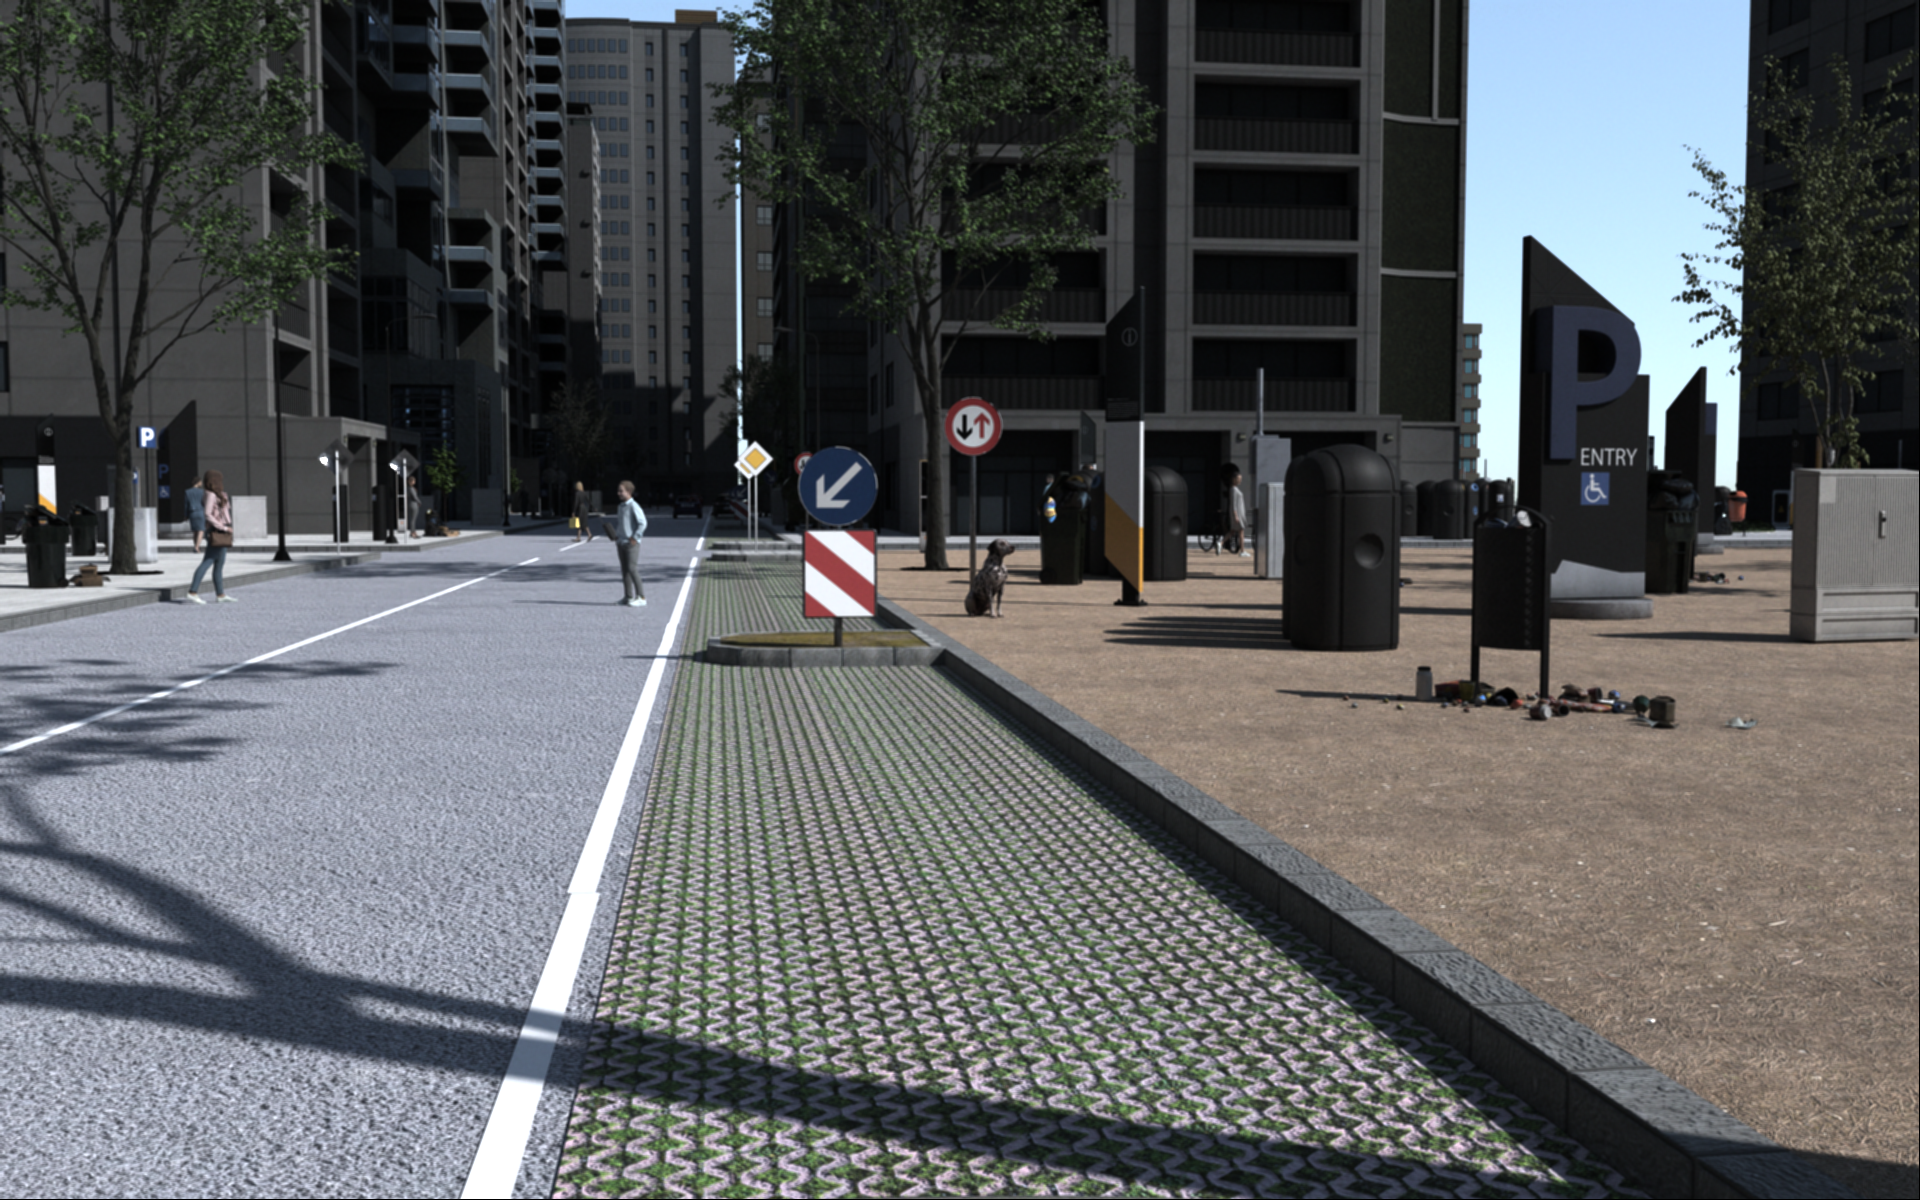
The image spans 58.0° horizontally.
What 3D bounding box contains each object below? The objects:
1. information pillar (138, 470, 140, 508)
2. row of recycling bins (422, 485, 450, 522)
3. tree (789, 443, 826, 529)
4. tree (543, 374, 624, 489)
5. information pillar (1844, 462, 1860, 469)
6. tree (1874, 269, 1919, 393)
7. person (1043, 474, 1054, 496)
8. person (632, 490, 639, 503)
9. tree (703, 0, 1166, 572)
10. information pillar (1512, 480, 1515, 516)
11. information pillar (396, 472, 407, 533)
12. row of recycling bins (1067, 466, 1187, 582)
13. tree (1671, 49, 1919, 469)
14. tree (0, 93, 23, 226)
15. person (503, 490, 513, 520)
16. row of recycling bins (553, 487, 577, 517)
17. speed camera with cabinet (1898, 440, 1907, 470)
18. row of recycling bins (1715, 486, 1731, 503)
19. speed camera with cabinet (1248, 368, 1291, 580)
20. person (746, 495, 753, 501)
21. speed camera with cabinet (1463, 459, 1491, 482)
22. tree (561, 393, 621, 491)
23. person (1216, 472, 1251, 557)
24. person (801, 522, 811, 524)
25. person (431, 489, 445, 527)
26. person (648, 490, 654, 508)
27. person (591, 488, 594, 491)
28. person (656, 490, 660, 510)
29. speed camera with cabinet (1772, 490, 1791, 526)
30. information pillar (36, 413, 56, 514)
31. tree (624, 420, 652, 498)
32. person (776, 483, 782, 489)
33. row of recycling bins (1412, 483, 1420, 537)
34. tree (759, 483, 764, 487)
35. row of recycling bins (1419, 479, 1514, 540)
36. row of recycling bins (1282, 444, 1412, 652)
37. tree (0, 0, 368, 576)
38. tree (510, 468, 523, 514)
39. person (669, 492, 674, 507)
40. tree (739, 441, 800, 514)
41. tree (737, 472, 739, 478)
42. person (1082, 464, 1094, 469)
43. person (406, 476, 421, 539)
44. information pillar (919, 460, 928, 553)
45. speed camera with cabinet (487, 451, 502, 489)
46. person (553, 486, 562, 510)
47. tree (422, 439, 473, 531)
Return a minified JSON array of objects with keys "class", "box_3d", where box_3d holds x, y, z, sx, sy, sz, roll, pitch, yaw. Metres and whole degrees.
[{"class":"information pillar","box_3d":[-24.660,-2.881,51.603,0.304,2.012,0.304,1,4,18]},{"class":"row of recycling bins","box_3d":[-25.055,-4.492,80.556,3.534,1.692,1.069,2,4,34]},{"class":"tree","box_3d":[-5.397,-4.283,64.623,1.663,3.219,1.824,0,3,0]},{"class":"tree","box_3d":[-23.681,-9.601,107.346,4.360,8.622,3.978,0,3,0]},{"class":"information pillar","box_3d":[20.268,-2.135,39.403,0.304,2.012,0.304,2,4,25]},{"class":"tree","box_3d":[23.579,-5.453,39.526,4.360,8.622,3.978,0,3,0]},{"class":"person","box_3d":[2.609,-2.642,49.099,0.638,1.841,0.748,0,4,-8]},{"class":"person","box_3d":[-36.342,-11.440,194.030,0.756,1.711,0.436,0,4,1]},{"class":"tree","box_3d":[-0.571,-6.296,28.694,9.928,11.665,9.643,0,3,0]},{"class":"information pillar","box_3d":[29.137,-5.333,91.683,0.304,2.012,0.304,-3,5,-45]},{"class":"information pillar","box_3d":[-18.435,-3.224,57.197,0.304,2.012,0.304,-1,4,-15]},{"class":"row of recycling bins","box_3d":[2.550,-1.218,27.026,1.069,1.692,3.534,-1,4,-18]},{"class":"tree","box_3d":[14.078,-4.764,28.262,4.737,8.622,4.395,0,3,0]},{"class":"tree","box_3d":[-11.911,-4.153,18.271,4.360,8.622,3.978,0,3,0]},{"class":"person","box_3d":[-22.838,-4.813,87.329,0.503,1.515,0.523,1,4,19]},{"class":"row of recycling bins","box_3d":[-22.124,-5.495,96.959,1.069,1.692,3.534,0,4,-3]},{"class":"speed camera with cabinet","box_3d":[33.568,-4.212,63.200,2.038,3.252,0.660,1,4,14]},{"class":"row of recycling bins","box_3d":[40.356,-5.240,92.794,1.069,1.692,3.534,0,4,4]},{"class":"speed camera with cabinet","box_3d":[4.872,-1.975,26.625,0.660,3.252,2.038,0,4,2]},{"class":"person","box_3d":[-24.514,-11.690,200.348,1.217,1.736,0.721,-2,4,-24]},{"class":"speed camera with cabinet","box_3d":[29.082,-6.347,98.106,0.660,3.252,2.038,-2,4,-33]},{"class":"tree","box_3d":[-26.185,-10.638,124.292,4.737,8.622,4.395,0,3,0]},{"class":"person","box_3d":[5.621,-1.755,35.491,0.760,1.731,0.466,-1,4,-23]},{"class":"person","box_3d":[-6.628,-4.118,73.554,0.590,1.801,0.661,1,4,10]},{"class":"person","box_3d":[-19.686,-3.596,64.936,0.767,1.812,0.694,-2,4,-32]},{"class":"person","box_3d":[-31.439,-10.279,176.435,0.599,1.838,0.709,0,4,-5]},{"class":"person","box_3d":[-31.023,-8.578,146.427,0.705,1.807,1.348,1,4,8]},{"class":"person","box_3d":[-27.219,-9.040,156.310,0.705,1.824,1.348,-1,4,-14]},{"class":"speed camera with cabinet","box_3d":[33.729,-4.608,69.669,0.660,3.252,2.038,-2,4,-24]},{"class":"information pillar","box_3d":[-26.287,-3.578,49.849,0.183,3.616,0.504,3,4,37]},{"class":"tree","box_3d":[-32.786,-13.589,172.545,4.360,8.622,3.978,0,3,0]},{"class":"person","box_3d":[-8.688,-4.667,82.525,0.537,1.800,0.526,-1,4,-17]},{"class":"row of recycling bins","box_3d":[12.896,-2.749,52.061,3.534,1.692,1.069,-1,4,-12]},{"class":"tree","box_3d":[-14.767,-8.325,130.717,1.663,3.219,1.824,0,3,0]},{"class":"row of recycling bins","box_3d":[14.668,-2.597,49.572,3.534,1.692,1.069,-3,5,-43]},{"class":"row of recycling bins","box_3d":[3.447,-0.526,15.720,1.069,1.692,3.534,1,4,12]},{"class":"tree","box_3d":[-13.324,-6.198,27.094,9.928,11.665,9.643,0,3,0]},{"class":"tree","box_3d":[-29.718,-7.334,114.509,1.663,3.219,1.824,0,3,0]},{"class":"person","box_3d":[-31.908,-11.150,191.738,0.436,1.711,0.756,-3,5,-40]},{"class":"tree","box_3d":[-11.633,-7.851,112.071,4.285,4.588,4.351,0,3,0]},{"class":"tree","box_3d":[-17.793,-10.246,151.238,4.285,4.588,4.351,0,3,0]},{"class":"person","box_3d":[2.336,-1.458,30.066,0.592,1.802,0.473,-2,4,-31]},{"class":"person","box_3d":[-15.681,-2.665,49.892,0.520,1.790,0.573,3,4,37]},{"class":"information pillar","box_3d":[-0.726,-2.029,37.674,0.304,2.012,0.304,0,4,0]},{"class":"speed camera with cabinet","box_3d":[-21.679,-5.274,80.567,0.660,3.252,2.038,-1,4,-16]},{"class":"person","box_3d":[-27.005,-6.727,116.248,1.509,1.804,0.699,3,4,39]},{"class":"tree","box_3d":[-18.004,-4.061,60.994,1.663,3.219,1.824,0,3,0]}]
